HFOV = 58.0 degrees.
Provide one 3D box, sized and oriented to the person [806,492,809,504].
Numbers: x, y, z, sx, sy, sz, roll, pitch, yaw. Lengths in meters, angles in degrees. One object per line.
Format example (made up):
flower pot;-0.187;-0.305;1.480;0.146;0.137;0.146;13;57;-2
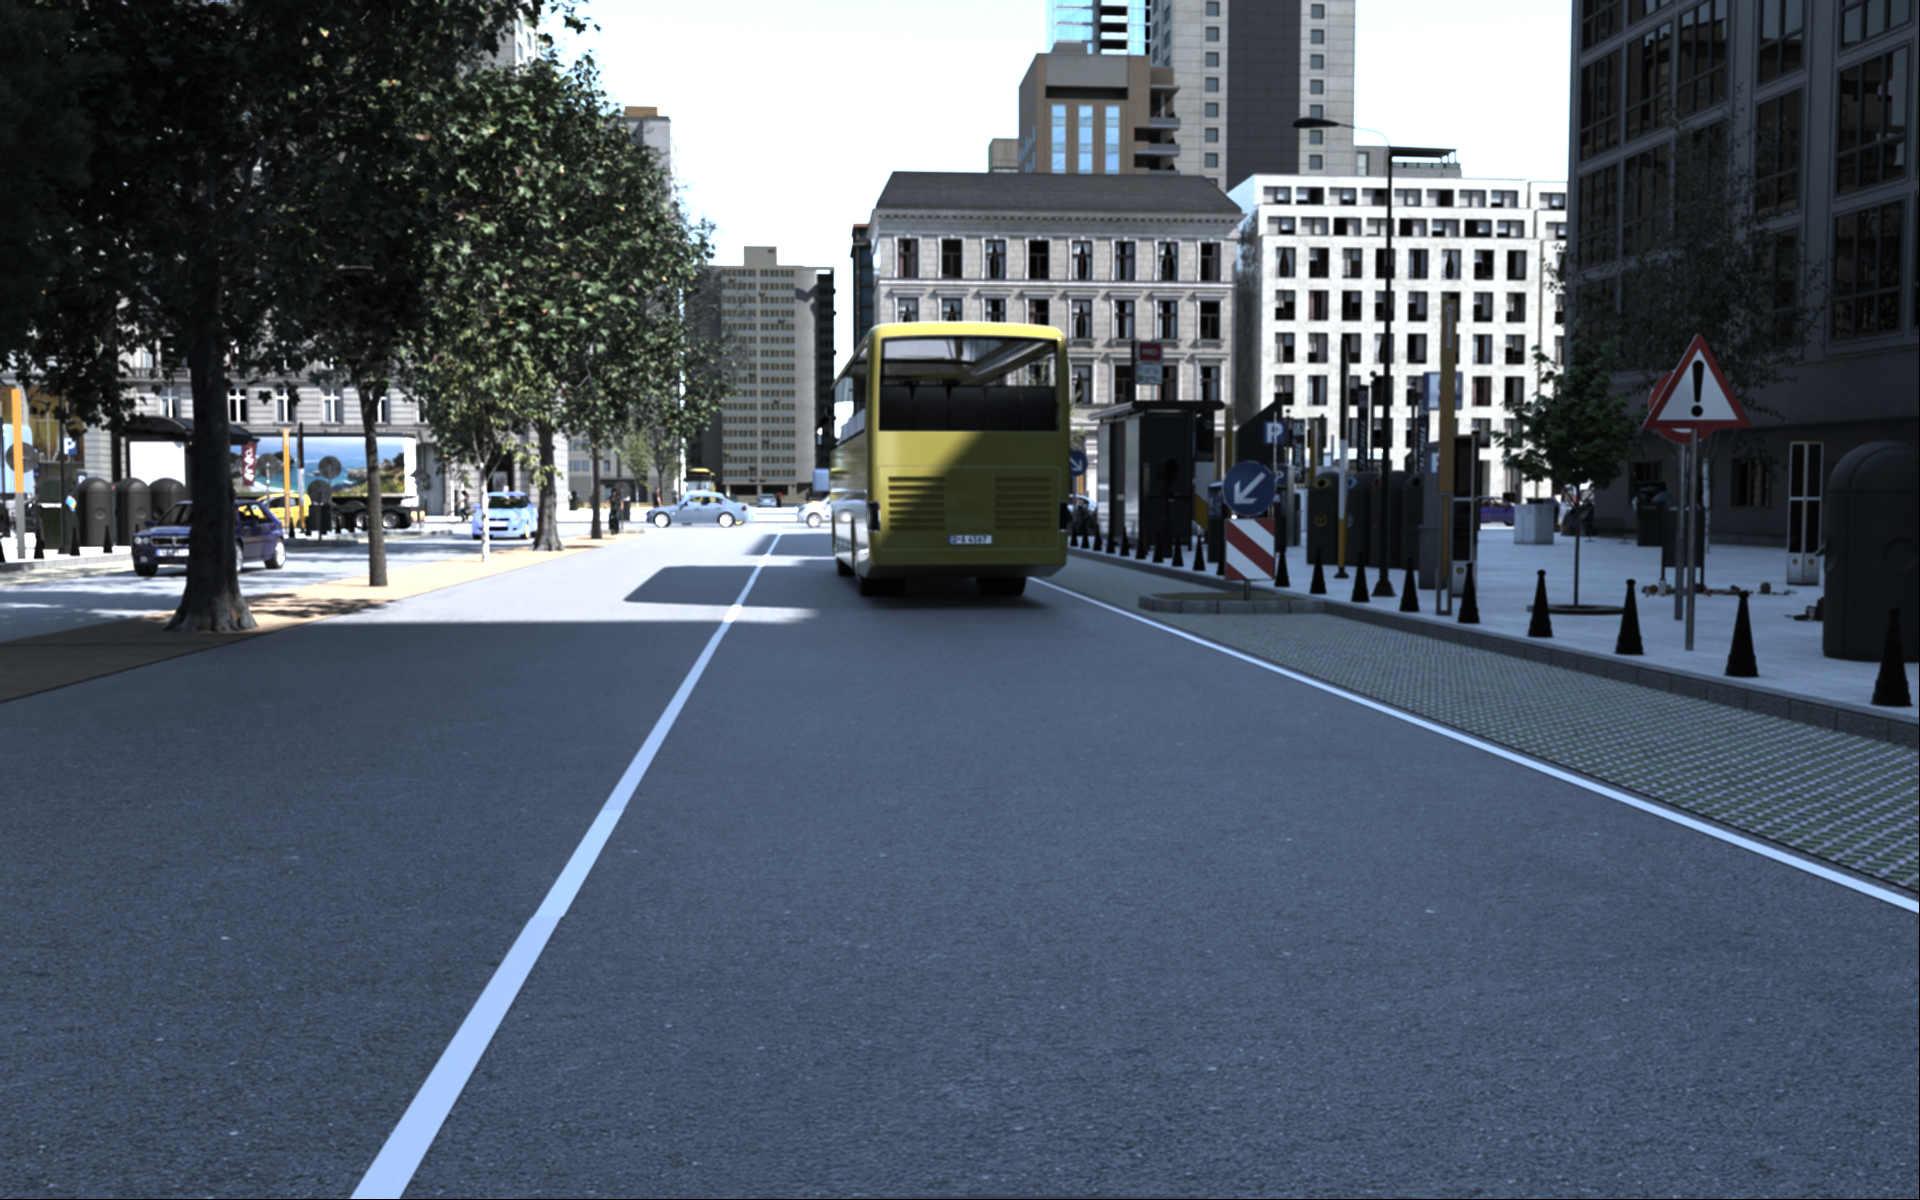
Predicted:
person;-17.881;-11.907;203.892;0.721;1.735;1.217;0;4;8

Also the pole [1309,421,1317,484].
pole;9.865;-3.337;48.402;0.158;3.312;0.155;0;3;0

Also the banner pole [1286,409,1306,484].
banner pole;9.783;-3.716;50.768;0.401;3.779;0.863;-3;5;-42

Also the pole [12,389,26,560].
pole;-18.392;-2.447;33.844;0.158;3.312;0.155;0;3;0

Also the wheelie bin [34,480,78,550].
wheelie bin;-20.803;-1.956;39.895;0.980;1.594;0.693;0;4;-3

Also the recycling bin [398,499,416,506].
recycling bin;-27.008;-4.404;84.558;0.722;1.027;0.722;-3;5;-40

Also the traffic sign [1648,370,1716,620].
traffic sign;7.327;-1.069;17.583;0.768;2.556;0.104;0;4;-1

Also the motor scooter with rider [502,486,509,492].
motor scooter with rider;-16.777;-3.426;64.985;1.986;1.779;0.876;0;4;-4

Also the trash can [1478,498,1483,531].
trash can;17.197;-2.851;58.268;0.748;1.137;0.748;0;3;0

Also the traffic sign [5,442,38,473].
traffic sign;-22.828;-2.571;42.147;0.768;2.556;0.104;0;4;-4

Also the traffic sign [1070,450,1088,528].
traffic sign;3.332;-3.075;50.379;0.768;2.556;0.104;0;4;-4

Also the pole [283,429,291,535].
pole;-21.041;-3.687;54.130;0.158;3.312;0.155;0;3;0

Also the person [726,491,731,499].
person;-22.425;-9.716;168.087;0.721;1.736;1.217;0;4;4

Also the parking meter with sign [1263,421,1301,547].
parking meter with sign;7.908;-2.815;42.283;0.543;3.016;1.738;2;4;27

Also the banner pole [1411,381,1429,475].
banner pole;10.073;-2.939;38.070;0.401;3.779;0.863;-1;4;-18

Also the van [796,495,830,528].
van;-4.944;-4.085;73.800;4.112;2.044;2.013;0;4;-7

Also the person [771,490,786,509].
person;-16.680;-9.235;159.454;1.348;1.831;0.705;-1;4;-14

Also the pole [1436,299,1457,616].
pole;5.131;-1.494;18.272;0.158;3.312;0.155;0;3;0

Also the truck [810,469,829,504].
truck;-13.962;-11.457;177.085;2.967;4.110;18.799;0;4;-4

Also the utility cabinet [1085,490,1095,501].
utility cabinet;6.676;-4.926;89.217;0.318;1.500;1.173;0;4;-5

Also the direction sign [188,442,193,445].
direction sign;-23.918;-3.794;54.032;0.876;3.537;0.379;1;4;8

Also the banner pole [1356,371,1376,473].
banner pole;8.231;-2.757;35.092;0.401;3.779;0.863;3;5;41

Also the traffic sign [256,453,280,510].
traffic sign;-21.604;-3.301;54.071;0.768;2.556;0.104;0;4;3

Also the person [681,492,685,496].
person;-25.018;-8.985;156.869;0.415;1.643;0.593;-2;4;-25

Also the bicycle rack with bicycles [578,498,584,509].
bicycle rack with bicycles;-33.150;-8.112;146.020;2.852;0.926;2.925;-2;4;-26

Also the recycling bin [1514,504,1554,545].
recycling bin;14.697;-1.944;44.337;0.722;1.027;0.722;-2;4;-27

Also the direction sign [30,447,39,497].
direction sign;-44.303;-5.536;82.508;0.876;3.537;0.379;0;4;-4

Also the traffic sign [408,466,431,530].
traffic sign;-19.156;-3.532;61.397;0.795;2.450;0.064;0;4;-5

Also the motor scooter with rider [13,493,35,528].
motor scooter with rider;-37.510;-3.739;70.100;1.986;1.779;0.876;0;4;-4

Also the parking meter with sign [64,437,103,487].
parking meter with sign;-27.049;-3.525;53.900;0.543;3.016;1.738;1;4;13

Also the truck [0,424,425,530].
truck;-30.839;-4.776;67.851;18.799;4.110;2.967;0;4;-5

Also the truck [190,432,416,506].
truck;-30.960;-5.539;79.472;11.283;4.237;2.839;0;4;-6

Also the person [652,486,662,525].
person;-13.919;-4.353;79.802;0.434;1.807;0.598;-2;4;-30

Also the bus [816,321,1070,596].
bus;-0.602;-2.186;27.291;2.896;3.916;12.252;0;4;-7

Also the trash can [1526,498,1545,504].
trash can;20.854;-3.124;62.730;0.748;1.137;0.748;0;3;0

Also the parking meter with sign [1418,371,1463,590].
parking meter with sign;6.623;-1.695;23.975;0.543;3.016;1.738;1;4;18

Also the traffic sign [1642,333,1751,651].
traffic sign;5.982;-0.864;14.131;0.884;2.594;0.081;0;4;-1

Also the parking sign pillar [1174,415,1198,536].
parking sign pillar;7.328;-4.008;53.999;1.447;3.967;1.447;-1;4;-20

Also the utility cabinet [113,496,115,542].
utility cabinet;-23.132;-2.171;46.658;1.020;1.237;0.306;-1;4;-15

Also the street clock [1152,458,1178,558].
street clock;4.141;-1.841;34.676;0.358;2.002;0.471;3;5;42

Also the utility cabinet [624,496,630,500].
utility cabinet;-28.962;-8.559;148.624;1.173;1.500;0.318;0;4;1

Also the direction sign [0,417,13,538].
direction sign;-28.258;-3.619;51.164;0.379;3.537;0.876;-2;4;-32

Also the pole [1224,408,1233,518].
pole;6.386;-2.899;41.237;0.158;3.312;0.155;0;3;0

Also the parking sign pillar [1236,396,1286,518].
parking sign pillar;8.416;-3.665;48.392;1.447;3.967;1.447;2;4;34

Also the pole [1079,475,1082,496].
pole;6.057;-5.689;86.859;0.158;3.312;0.155;0;3;0

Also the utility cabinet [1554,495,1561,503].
utility cabinet;33.771;-5.250;96.993;1.020;1.237;0.306;-1;4;-14

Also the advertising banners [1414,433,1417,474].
advertising banners;13.007;-3.299;50.125;0.090;3.025;2.074;0;3;0

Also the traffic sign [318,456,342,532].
traffic sign;-21.169;-3.554;58.210;0.768;2.556;0.104;0;4;-4

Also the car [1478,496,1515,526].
car;23.806;-3.976;77.581;3.894;1.354;1.945;0;4;-6

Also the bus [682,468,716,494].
bus;-25.430;-10.897;169.709;2.896;3.916;12.252;0;4;-6

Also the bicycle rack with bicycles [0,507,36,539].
bicycle rack with bicycles;-27.589;-2.184;49.095;2.925;0.926;2.852;3;5;41

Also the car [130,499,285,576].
car;-13.698;-1.168;31.676;1.945;1.354;3.894;0;4;-5

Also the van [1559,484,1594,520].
van;26.957;-3.949;71.583;4.112;2.044;2.013;0;4;-5

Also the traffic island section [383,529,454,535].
traffic island section;-19.179;-2.396;61.457;2.009;0.180;2.903;0;4;-5

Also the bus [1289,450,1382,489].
bus;15.890;-5.131;78.748;2.948;3.499;13.247;0;4;-6
